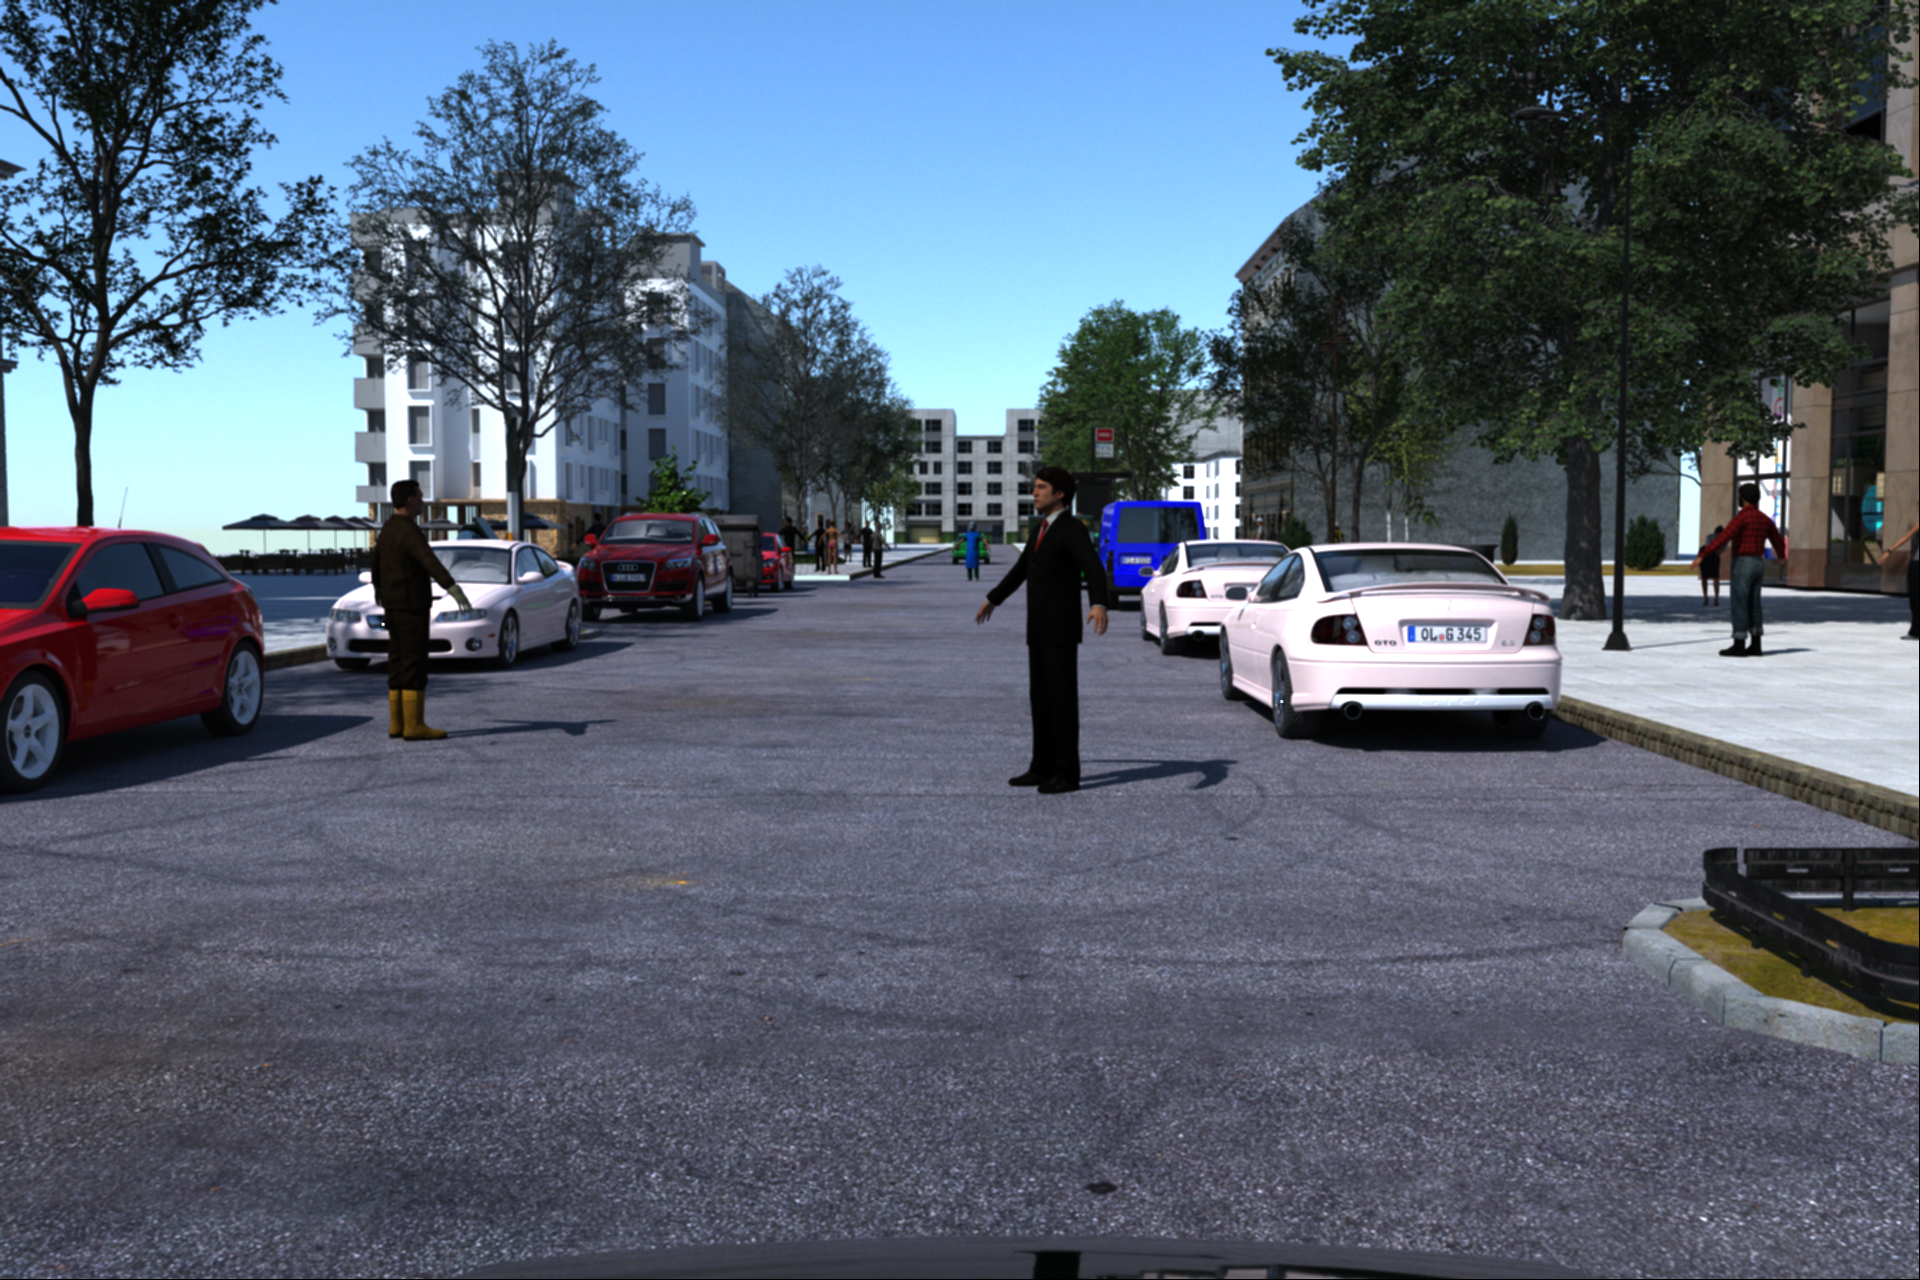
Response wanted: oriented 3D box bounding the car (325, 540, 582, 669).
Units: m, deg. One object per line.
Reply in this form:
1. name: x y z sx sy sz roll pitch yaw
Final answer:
1. car: -5.670 -0.462 19.912 2.083 1.381 4.827 0 4 1

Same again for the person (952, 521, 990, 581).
1. person: 0.376 -2.711 52.915 1.347 1.817 0.704 2 4 31

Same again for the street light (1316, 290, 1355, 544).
1. street light: 7.125 -3.682 32.996 0.468 5.910 1.993 0 4 2

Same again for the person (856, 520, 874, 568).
1. person: -3.521 -3.668 66.189 1.346 1.802 0.704 -3 5 -45

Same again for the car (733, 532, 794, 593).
1. car: -5.251 -2.115 43.619 2.155 1.783 4.494 0 4 1

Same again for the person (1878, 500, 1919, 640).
1. person: 11.662 -0.872 21.070 1.217 1.737 0.721 -1 4 -21

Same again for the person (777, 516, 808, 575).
1. person: -5.361 -2.950 54.171 1.347 1.837 0.705 -2 4 -27

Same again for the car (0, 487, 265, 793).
1. car: -6.007 -0.115 10.917 2.155 1.783 4.494 0 4 1

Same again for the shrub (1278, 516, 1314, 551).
1. shrub: 14.157 -4.227 73.148 1.661 2.075 1.752 0 3 0

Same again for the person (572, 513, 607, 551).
1. person: -9.235 -2.326 44.077 1.345 1.823 0.704 -3 5 -42

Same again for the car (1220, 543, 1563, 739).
1. car: 3.180 -0.070 13.510 2.083 1.381 4.827 0 4 1

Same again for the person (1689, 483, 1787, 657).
1. person: 8.235 -0.738 18.180 1.345 1.816 0.704 -2 4 -24

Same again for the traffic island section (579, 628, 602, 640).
1. traffic island section: -6.039 -0.063 23.891 1.991 0.108 1.994 0 4 1

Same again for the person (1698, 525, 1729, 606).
1. person: 13.467 -1.330 30.972 0.628 1.438 0.799 -1 4 -23

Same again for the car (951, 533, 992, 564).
1. car: 0.543 -4.561 83.364 1.959 1.807 4.718 0 4 1

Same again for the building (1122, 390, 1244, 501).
1. building: 30.194 -21.669 220.741 16.747 18.905 31.486 0 4 1

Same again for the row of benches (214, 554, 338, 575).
1. row of benches: -21.428 -2.382 54.407 4.104 0.672 1.422 1 4 12

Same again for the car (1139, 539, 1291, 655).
1. car: 3.340 -0.579 21.831 2.083 1.381 4.827 0 4 1

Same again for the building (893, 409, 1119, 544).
1. building: 6.617 -23.325 250.282 31.486 18.905 16.747 0 4 1

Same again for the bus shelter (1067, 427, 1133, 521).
1. bus shelter: 4.751 -5.206 62.751 2.179 5.291 8.768 0 4 -1

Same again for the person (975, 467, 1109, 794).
1. person: 0.498 -0.066 9.722 0.705 1.806 1.347 -2 4 -28

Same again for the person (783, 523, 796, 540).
1. person: -8.527 -5.095 89.090 1.354 1.856 0.705 -3 5 -44

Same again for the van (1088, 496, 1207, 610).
1. van: 3.700 -1.828 34.279 2.240 2.365 5.245 0 4 1

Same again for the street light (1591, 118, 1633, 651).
1. street light: 7.822 -2.841 18.984 1.470 5.913 1.316 0 4 1

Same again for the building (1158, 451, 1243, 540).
1. building: 27.200 -15.045 188.132 9.099 9.664 28.070 0 4 1

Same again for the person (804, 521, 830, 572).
1. person: -4.797 -3.188 58.838 1.216 1.740 0.721 -3 5 -41

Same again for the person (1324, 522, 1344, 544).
1. person: 17.680 -4.636 81.564 1.354 1.858 0.705 -3 5 -39

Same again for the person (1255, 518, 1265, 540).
1. person: 10.388 -3.322 60.175 0.705 1.847 1.347 1 4 18

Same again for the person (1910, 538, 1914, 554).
1. person: 17.494 -1.555 31.206 1.343 1.855 0.704 -2 4 -29

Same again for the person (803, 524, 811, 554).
1. person: -7.370 -4.724 83.698 0.721 1.772 1.216 0 4 7

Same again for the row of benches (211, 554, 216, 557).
1. row of benches: -26.287 -2.522 56.703 4.104 0.672 1.422 1 4 10

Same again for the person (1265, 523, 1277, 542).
1. person: 14.793 -4.645 82.219 0.705 1.796 1.348 2 4 34

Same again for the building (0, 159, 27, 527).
1. building: -31.103 -15.053 33.508 14.401 28.519 23.554 0 4 1

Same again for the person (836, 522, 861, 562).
1. person: -5.140 -4.462 79.092 1.345 1.843 0.704 1 4 17

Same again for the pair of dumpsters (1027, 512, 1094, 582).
1. pair of dumpsters: 4.210 -2.845 51.460 4.436 2.255 1.574 0 3 0

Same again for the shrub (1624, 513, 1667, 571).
1. shrub: 23.867 -3.430 60.495 1.690 2.028 1.600 0 3 0

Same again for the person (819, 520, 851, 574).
1. person: -4.040 -2.985 55.615 1.217 1.733 0.721 2 4 29

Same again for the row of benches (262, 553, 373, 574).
1. row of benches: -20.654 -2.498 56.308 4.104 0.672 1.422 -1 4 -17

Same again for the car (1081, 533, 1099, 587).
1. car: 3.794 -2.276 46.008 1.959 1.807 4.718 0 4 1

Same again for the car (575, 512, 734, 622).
1. car: -5.223 -1.309 30.075 2.281 1.827 5.304 0 4 1

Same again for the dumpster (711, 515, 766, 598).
1. dumpster: -5.389 -1.892 39.152 1.865 1.857 1.264 0 4 1

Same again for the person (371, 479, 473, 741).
1. person: -3.831 -0.215 12.114 0.704 1.812 1.346 -3 5 -43

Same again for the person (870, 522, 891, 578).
1. person: -2.641 -2.924 56.394 0.705 1.813 1.348 -2 4 -28
